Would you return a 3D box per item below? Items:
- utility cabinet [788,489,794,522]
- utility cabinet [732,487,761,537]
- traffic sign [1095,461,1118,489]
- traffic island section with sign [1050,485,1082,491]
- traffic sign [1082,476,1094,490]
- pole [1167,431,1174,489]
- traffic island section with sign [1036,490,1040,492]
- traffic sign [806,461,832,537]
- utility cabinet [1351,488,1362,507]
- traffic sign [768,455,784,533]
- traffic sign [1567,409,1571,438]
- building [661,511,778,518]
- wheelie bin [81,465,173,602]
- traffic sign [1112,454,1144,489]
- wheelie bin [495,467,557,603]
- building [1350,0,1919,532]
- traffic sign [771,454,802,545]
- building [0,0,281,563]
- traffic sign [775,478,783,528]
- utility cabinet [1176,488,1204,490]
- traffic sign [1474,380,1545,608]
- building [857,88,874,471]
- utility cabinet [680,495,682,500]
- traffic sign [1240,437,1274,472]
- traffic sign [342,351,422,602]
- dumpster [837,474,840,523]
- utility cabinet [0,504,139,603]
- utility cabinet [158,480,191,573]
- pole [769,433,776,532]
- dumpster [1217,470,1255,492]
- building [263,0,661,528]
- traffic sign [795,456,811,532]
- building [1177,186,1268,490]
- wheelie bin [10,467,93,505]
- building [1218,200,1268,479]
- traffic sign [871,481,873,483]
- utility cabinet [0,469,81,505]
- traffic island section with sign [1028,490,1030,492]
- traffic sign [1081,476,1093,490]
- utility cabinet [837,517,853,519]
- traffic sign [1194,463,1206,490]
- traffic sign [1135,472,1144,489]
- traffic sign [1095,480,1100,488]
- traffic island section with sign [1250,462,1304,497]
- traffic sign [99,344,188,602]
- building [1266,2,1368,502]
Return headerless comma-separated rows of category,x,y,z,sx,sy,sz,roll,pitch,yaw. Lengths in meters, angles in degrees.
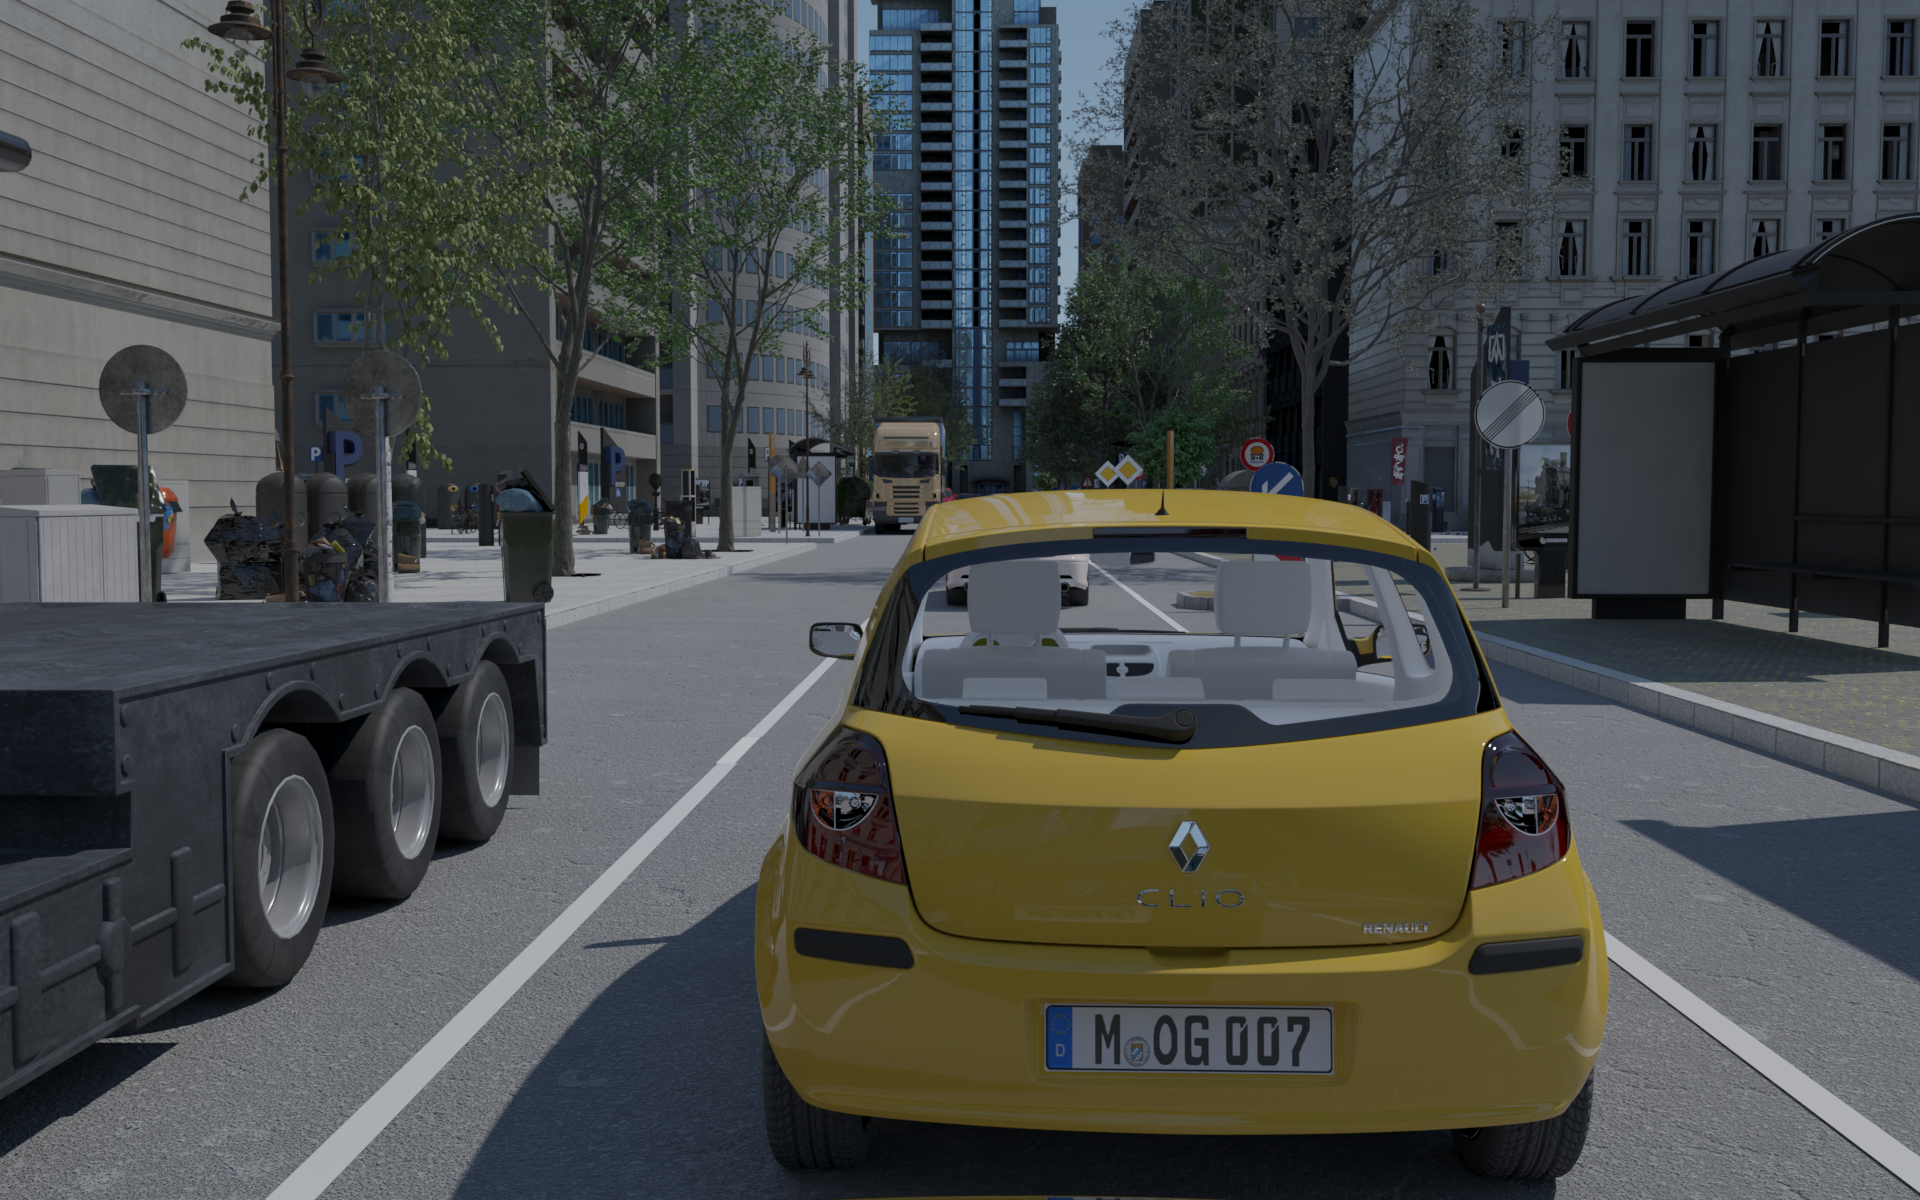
utility cabinet,-7.632,-4.304,79.048,1.173,1.500,0.318,3,5,41
utility cabinet,-6.489,-2.638,51.803,0.318,1.500,1.173,3,5,41
traffic sign,4.413,-2.944,51.776,0.795,2.450,0.064,0,4,1
traffic island section with sign,4.973,-4.158,76.607,1.989,1.847,2.006,0,4,1
traffic sign,8.943,-7.426,121.424,0.884,2.594,0.081,0,4,3
pole,6.784,-3.794,55.875,0.158,3.312,0.155,0,3,0
traffic island section with sign,5.566,-5.806,103.555,1.989,1.847,2.006,0,4,1
traffic sign,-4.229,-2.957,51.983,0.795,2.450,0.064,0,4,1
utility cabinet,13.895,-3.210,61.161,0.318,1.500,1.173,2,4,28
traffic sign,-5.898,-3.446,56.443,0.768,2.556,0.104,1,4,11
traffic sign,7.997,-1.324,21.755,0.768,2.556,0.104,1,4,11
building,-18.829,-34.555,106.979,21.231,58.520,28.212,0,4,1
wheelie bin,-9.038,-0.658,18.671,0.693,1.594,0.980,3,5,44
traffic sign,4.240,-2.456,43.793,0.795,2.450,0.064,0,4,1
wheelie bin,-5.155,-0.773,20.539,0.693,1.594,0.980,-1,4,-18
building,24.008,-13.074,62.917,18.267,20.994,9.793,0,4,1
traffic sign,-4.402,-2.468,44.000,0.795,2.450,0.064,0,4,1
building,-35.714,-15.358,27.521,44.131,29.872,17.030,0,4,1
traffic sign,-6.734,-3.863,65.296,0.606,2.300,0.079,0,4,4
utility cabinet,8.674,-3.495,65.816,1.173,1.500,0.318,-2,4,-26
traffic sign,6.151,-1.183,19.455,0.768,2.556,0.104,0,4,8
building,-16.966,-32.860,187.378,14.200,45.320,14.600,0,4,1
utility cabinet,-12.381,-4.198,79.803,1.020,1.237,0.306,1,4,19
traffic sign,6.691,-2.385,39.102,0.768,2.556,0.104,0,4,2
traffic sign,-5.148,-0.936,15.413,0.768,2.556,0.104,1,4,11
dumpster,-5.841,-4.523,76.445,1.502,2.255,1.985,0,4,1
utility cabinet,-5.133,0.071,10.002,0.306,1.237,1.020,0,4,3
utility cabinet,-12.872,-1.158,27.619,0.318,1.500,1.173,2,4,23
pole,-6.307,-3.936,58.201,0.158,3.312,0.155,0,3,0
dumpster,6.925,-2.193,41.619,1.264,1.857,1.865,0,4,1
building,-25.787,-27.577,74.581,21.300,48.544,21.600,0,4,1
traffic sign,-5.325,-3.596,58.793,0.884,2.594,0.081,1,4,9
building,20.223,-16.411,117.479,9.793,20.994,18.267,0,4,1
wheelie bin,-11.179,-0.797,20.945,0.693,1.594,0.980,1,4,15
building,20.753,-14.283,98.159,10.561,19.102,19.286,0,4,1
traffic sign,-5.216,-6.389,104.471,0.884,2.594,0.081,0,4,8
utility cabinet,-8.236,-0.421,15.559,1.173,1.500,0.318,3,5,44
traffic island section with sign,7.246,-10.545,181.045,1.989,1.847,2.006,0,4,1
traffic sign,9.074,-7.574,123.833,0.884,2.594,0.081,0,4,4
utility cabinet,-6.043,-4.865,90.698,1.020,1.237,0.306,3,5,43
traffic sign,8.468,-3.804,62.308,0.768,2.556,0.104,0,4,2
traffic sign,6.357,-3.810,62.395,0.768,2.556,0.104,1,4,10
traffic sign,9.540,-7.155,119.106,0.606,2.300,0.079,0,4,2
traffic island section with sign,3.804,-0.822,22.064,1.989,1.847,2.006,0,4,1
traffic sign,-6.963,-0.897,14.775,0.768,2.556,0.104,0,4,2
building,21.671,-15.339,80.478,12.332,23.373,15.834,0,4,1
